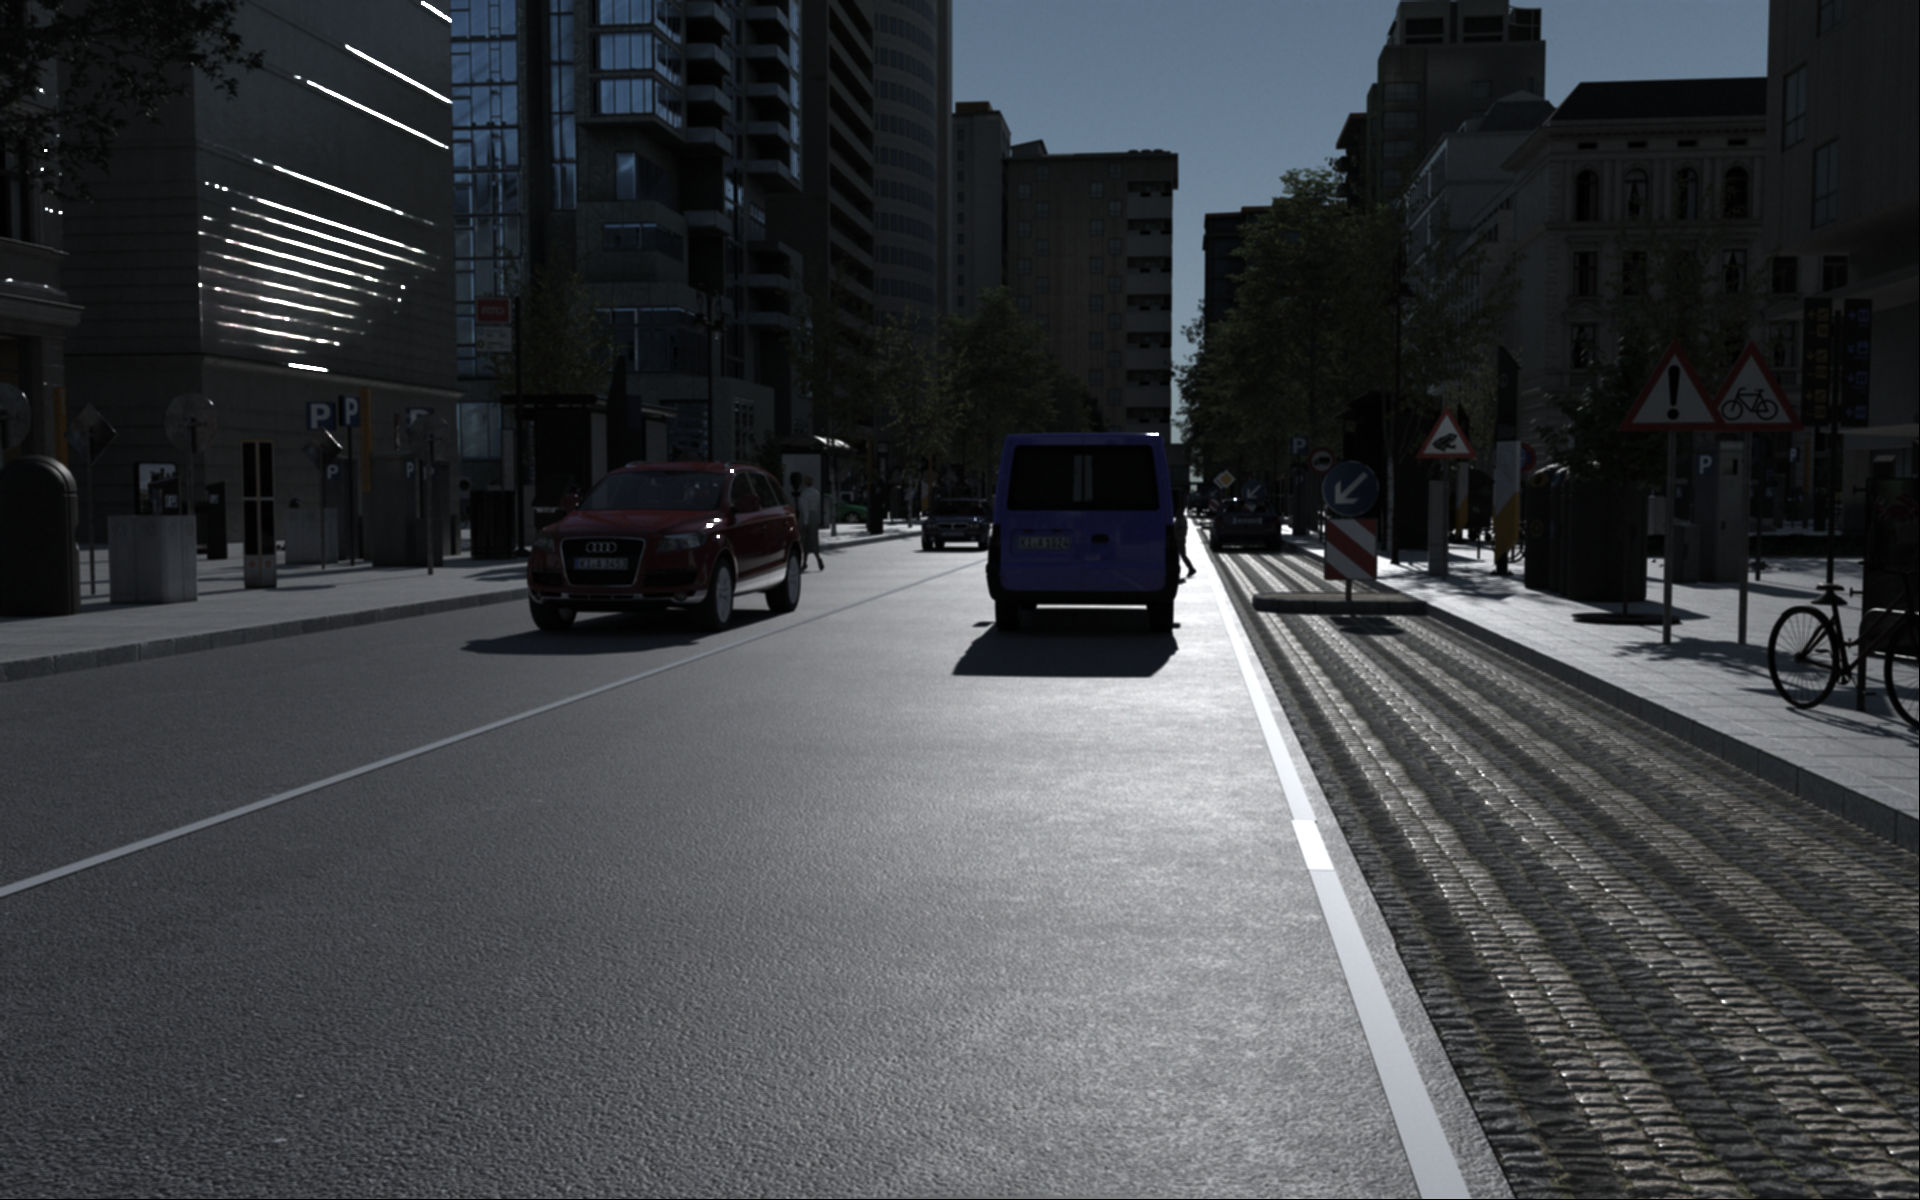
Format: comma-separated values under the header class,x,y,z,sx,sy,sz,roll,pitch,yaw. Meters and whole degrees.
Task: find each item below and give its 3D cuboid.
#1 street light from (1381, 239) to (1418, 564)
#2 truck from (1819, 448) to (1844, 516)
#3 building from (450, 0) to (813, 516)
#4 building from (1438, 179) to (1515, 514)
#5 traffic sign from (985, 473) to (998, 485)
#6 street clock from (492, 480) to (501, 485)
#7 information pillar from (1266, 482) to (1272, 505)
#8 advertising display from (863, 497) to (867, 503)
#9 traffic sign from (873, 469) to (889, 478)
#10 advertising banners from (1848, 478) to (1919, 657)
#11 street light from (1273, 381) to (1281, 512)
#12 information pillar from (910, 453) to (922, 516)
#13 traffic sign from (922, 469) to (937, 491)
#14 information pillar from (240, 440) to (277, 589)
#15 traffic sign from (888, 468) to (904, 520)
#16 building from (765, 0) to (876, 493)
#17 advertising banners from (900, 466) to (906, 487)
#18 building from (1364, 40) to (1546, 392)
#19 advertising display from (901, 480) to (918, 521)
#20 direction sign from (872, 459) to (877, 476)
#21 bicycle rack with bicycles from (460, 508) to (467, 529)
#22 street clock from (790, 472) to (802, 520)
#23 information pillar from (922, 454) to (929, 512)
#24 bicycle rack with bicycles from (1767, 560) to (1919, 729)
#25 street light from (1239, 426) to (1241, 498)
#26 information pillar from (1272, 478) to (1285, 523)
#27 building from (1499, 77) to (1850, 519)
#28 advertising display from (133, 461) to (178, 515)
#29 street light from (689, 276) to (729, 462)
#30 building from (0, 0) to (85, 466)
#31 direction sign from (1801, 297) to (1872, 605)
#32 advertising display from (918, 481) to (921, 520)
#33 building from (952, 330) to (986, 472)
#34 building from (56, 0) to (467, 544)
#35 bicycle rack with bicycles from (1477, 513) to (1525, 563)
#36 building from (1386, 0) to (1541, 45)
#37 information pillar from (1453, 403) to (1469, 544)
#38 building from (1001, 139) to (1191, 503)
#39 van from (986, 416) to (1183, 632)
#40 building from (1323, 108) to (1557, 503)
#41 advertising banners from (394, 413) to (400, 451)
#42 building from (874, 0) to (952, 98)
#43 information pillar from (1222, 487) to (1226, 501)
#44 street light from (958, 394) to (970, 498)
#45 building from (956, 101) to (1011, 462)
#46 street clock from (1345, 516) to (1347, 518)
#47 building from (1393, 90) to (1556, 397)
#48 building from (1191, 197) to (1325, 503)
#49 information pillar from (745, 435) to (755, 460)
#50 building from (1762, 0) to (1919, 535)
class,x,y,z,sx,sy,sz,roll,pitch,yaw
street light,7.998,-3.601,31.666,0.468,5.910,1.993,0,4,7
truck,39.923,-4.620,71.468,9.791,3.379,3.469,0,4,5
building,-21.760,-48.743,109.617,22.319,86.520,31.000,0,4,7
building,37.643,-15.755,112.354,10.420,20.320,16.860,0,4,7
traffic sign,1.820,-6.195,101.388,0.768,2.556,0.104,0,4,8
street clock,-23.719,-5.148,88.733,0.471,2.002,0.358,-2,4,-34
information pillar,18.800,-6.155,105.129,0.304,2.012,0.304,-2,4,-34
advertising display,-8.084,-8.528,144.652,0.974,1.923,0.123,0,4,2
traffic sign,-3.742,-5.013,82.073,0.768,2.556,0.104,1,4,13
advertising banners,8.001,-1.044,13.258,2.074,3.025,0.090,3,4,37
street light,12.708,-5.930,69.746,0.468,5.910,1.993,0,4,7
information pillar,-2.566,-6.512,97.832,0.504,3.616,0.183,2,4,29
traffic sign,-1.585,-5.416,88.657,0.768,2.556,0.104,1,4,12
information pillar,-9.534,-1.166,23.551,0.304,2.012,0.304,1,4,23
traffic sign,-3.156,-5.246,85.773,0.884,2.594,0.081,1,4,13
building,-19.432,-31.883,144.991,21.300,48.544,21.600,0,4,7
advertising banners,-4.266,-6.955,109.905,2.074,3.025,0.090,2,4,26
building,45.489,-29.189,160.827,14.154,41.232,14.086,0,4,7
advertising display,-2.455,-4.725,82.463,0.123,1.923,0.974,2,4,34
direction sign,-5.286,-7.274,110.933,0.876,3.537,0.379,0,4,-6
bicycle rack with bicycles,-19.851,-3.089,63.888,2.852,0.926,2.925,-3,5,-40
street clock,-5.438,-3.235,57.459,0.358,2.002,0.471,1,4,19
information pillar,-2.016,-6.681,100.588,0.504,3.616,0.183,1,4,17
bicycle rack with bicycles,6.190,0.251,9.277,2.852,0.926,2.925,0,4,-5
street light,18.298,-8.593,113.283,0.468,5.910,1.993,0,4,7
information pillar,14.327,-4.469,77.562,0.304,2.012,0.304,-3,5,-44
building,40.204,-16.178,93.387,19.941,23.489,11.050,0,4,7
advertising display,-15.981,-1.789,34.464,0.123,1.923,0.974,2,4,23
street light,-5.312,-3.917,36.836,0.468,5.910,1.993,0,4,7
building,-26.582,-10.273,18.875,10.553,20.767,40.483,0,4,7
direction sign,10.148,-1.720,20.114,0.876,3.537,0.379,-1,4,-12
advertising display,-2.086,-4.908,85.467,0.123,1.923,0.974,-1,4,-13
building,-12.626,-22.102,206.411,28.899,21.520,27.650,0,4,7
building,-39.556,-16.971,53.896,44.131,29.872,17.030,0,4,7
bicycle rack with bicycles,11.326,-1.211,33.182,2.925,0.926,2.852,0,4,-3
building,73.512,-49.879,253.775,20.611,71.187,20.563,0,4,7
information pillar,13.043,-3.280,44.985,0.504,3.616,0.183,-3,5,-44
building,21.436,-41.290,264.330,27.495,52.752,28.713,0,4,7
van,1.465,-0.939,19.732,2.240,2.365,5.245,0,4,6
building,53.998,-33.099,195.786,22.147,44.769,28.867,0,4,7
advertising banners,-12.080,-2.483,36.786,0.090,3.025,2.074,0,4,-7
building,-12.986,-38.467,170.926,21.231,58.520,28.212,0,4,7
information pillar,22.486,-8.775,147.964,0.304,2.012,0.304,-2,4,-30
street light,0.173,-6.572,80.233,0.468,5.910,1.993,0,4,7
building,-6.631,-44.172,264.217,28.212,58.520,21.231,0,4,7
street clock,9.142,-2.212,40.744,0.358,2.002,0.471,1,4,15
building,41.195,-21.897,135.502,11.434,29.767,29.804,0,4,7
building,49.099,-36.948,258.715,28.867,44.769,22.147,0,4,7
information pillar,-8.353,-4.742,68.892,0.504,3.616,0.183,3,5,43
building,36.595,-27.462,38.250,28.713,52.752,27.495,0,4,7
